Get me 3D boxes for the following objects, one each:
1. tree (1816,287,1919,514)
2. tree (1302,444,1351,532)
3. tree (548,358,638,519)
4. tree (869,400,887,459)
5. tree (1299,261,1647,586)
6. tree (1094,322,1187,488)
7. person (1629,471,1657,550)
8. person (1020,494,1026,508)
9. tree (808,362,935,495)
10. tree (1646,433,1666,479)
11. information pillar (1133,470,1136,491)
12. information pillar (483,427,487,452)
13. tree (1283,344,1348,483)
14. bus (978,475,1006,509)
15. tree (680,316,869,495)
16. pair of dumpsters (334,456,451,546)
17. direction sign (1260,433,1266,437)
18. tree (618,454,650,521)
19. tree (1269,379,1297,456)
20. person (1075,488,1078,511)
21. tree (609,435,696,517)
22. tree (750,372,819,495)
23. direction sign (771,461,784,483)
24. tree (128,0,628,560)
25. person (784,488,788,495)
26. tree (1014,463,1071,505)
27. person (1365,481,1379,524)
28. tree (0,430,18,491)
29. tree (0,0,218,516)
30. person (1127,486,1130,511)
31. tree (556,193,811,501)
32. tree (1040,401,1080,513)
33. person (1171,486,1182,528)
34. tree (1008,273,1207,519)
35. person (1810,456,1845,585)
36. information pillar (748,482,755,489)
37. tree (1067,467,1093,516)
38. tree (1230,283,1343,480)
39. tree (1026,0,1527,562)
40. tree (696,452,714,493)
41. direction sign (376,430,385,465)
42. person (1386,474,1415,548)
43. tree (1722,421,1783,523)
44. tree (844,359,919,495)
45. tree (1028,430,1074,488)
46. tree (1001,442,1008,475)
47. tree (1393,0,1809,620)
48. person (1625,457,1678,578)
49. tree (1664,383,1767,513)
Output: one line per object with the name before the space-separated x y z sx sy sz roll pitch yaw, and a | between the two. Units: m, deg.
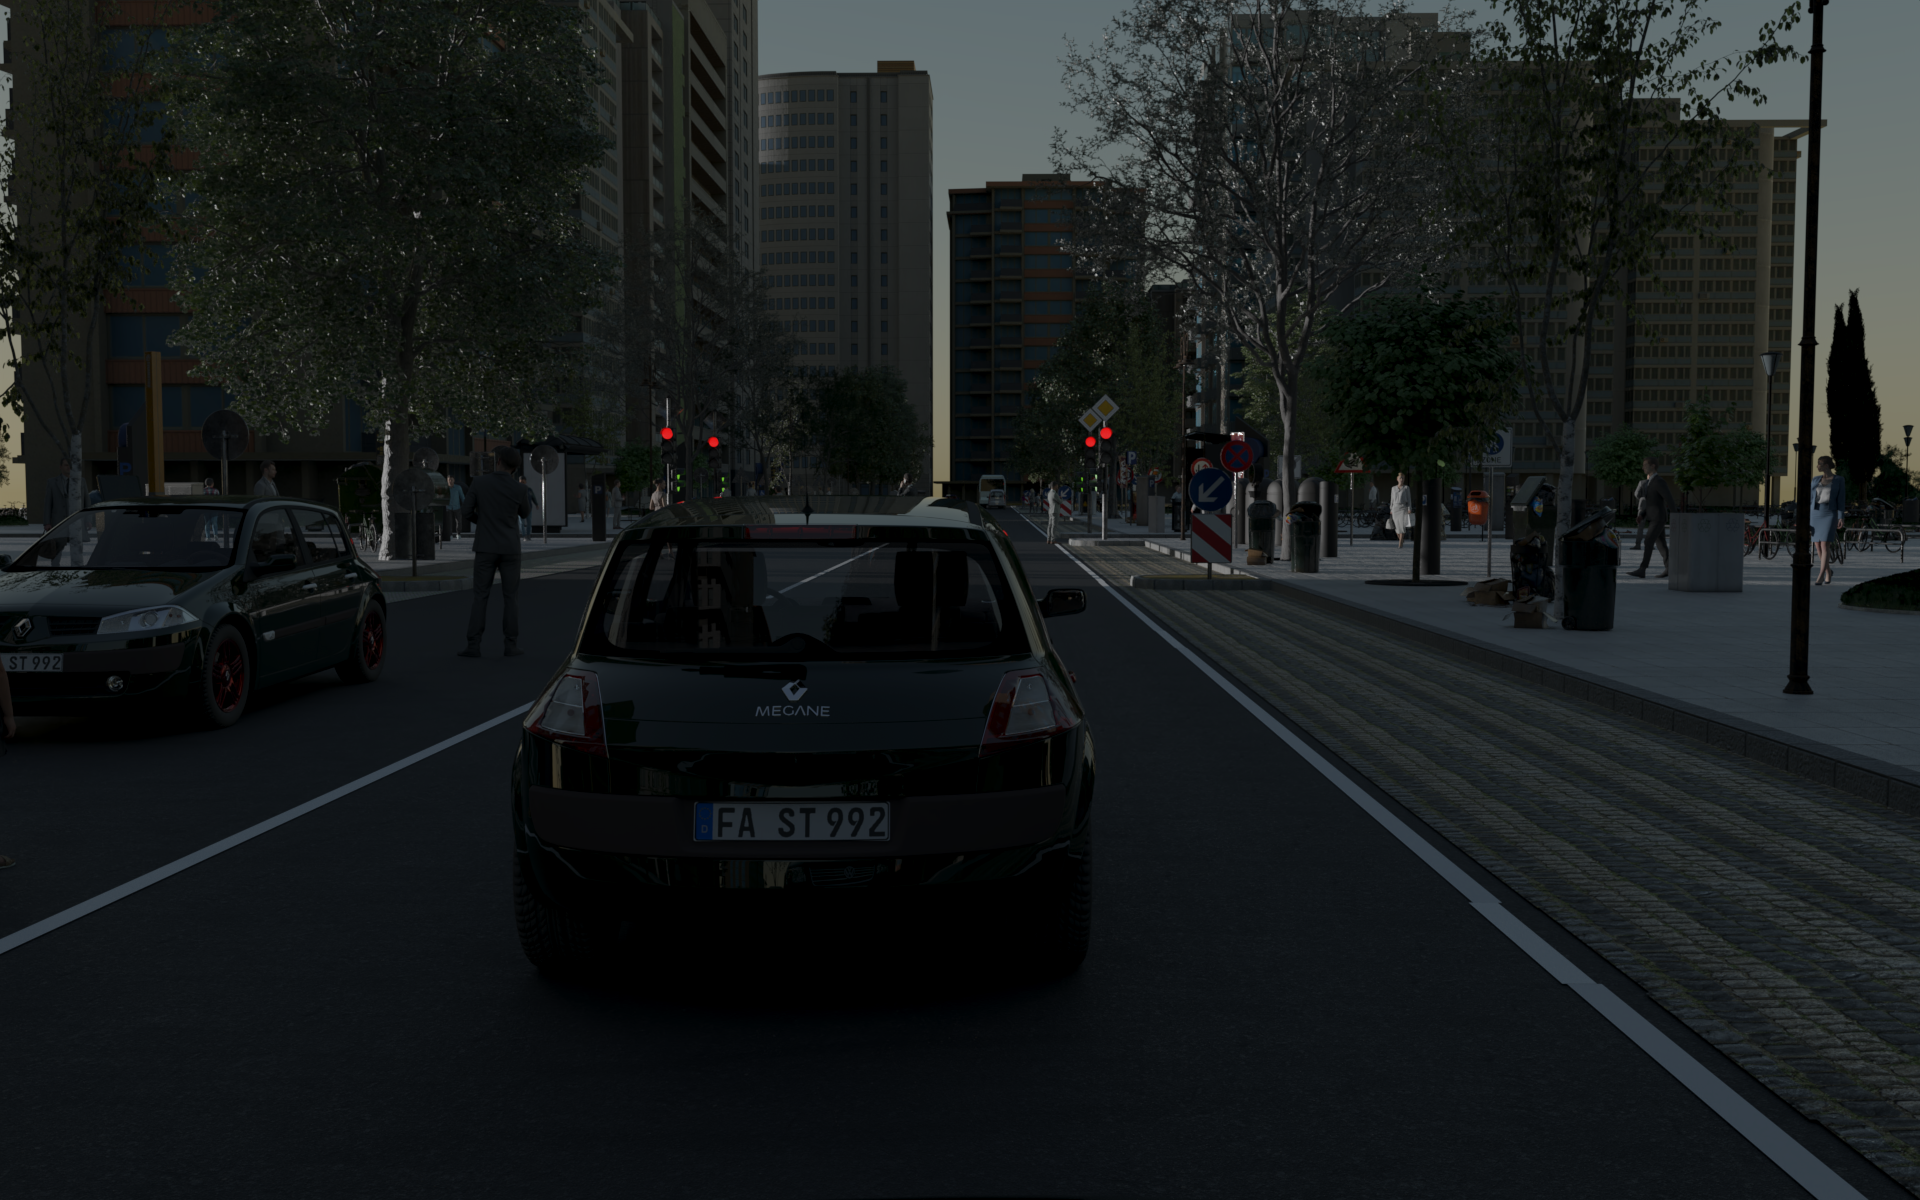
tree | 62.726 -13.058 115.321 13.155 14.587 18.604 0 4 1
tree | 12.606 -3.892 58.229 1.663 3.219 1.824 0 3 0
tree | -19.085 -8.510 89.497 4.737 8.622 4.395 0 3 0
tree | -9.587 -11.582 123.784 7.601 10.594 8.767 2 4 33
tree | 6.441 -2.500 24.582 4.285 4.588 4.351 0 3 0
tree | 7.821 -7.526 73.417 4.737 8.622 4.395 0 3 0
person | 15.811 -2.085 39.942 0.655 1.846 0.447 0 4 3
person | 6.087 -9.381 165.104 0.991 1.433 0.599 3 4 36
tree | -8.821 -14.268 150.295 9.611 12.733 9.660 0 3 0
tree | 29.691 -5.725 77.322 4.285 4.588 4.351 0 3 0
information pillar | 12.471 -8.048 122.943 0.504 3.616 0.183 -2 4 -28
information pillar | -15.988 -4.099 58.380 0.183 3.616 0.504 -1 4 -16
tree | 16.726 -7.796 77.828 4.737 8.622 4.395 0 3 0
bus | 3.233 -10.976 174.317 2.948 3.499 13.247 0 4 1
tree | -9.745 -9.368 87.573 8.767 10.594 7.601 -1 4 -14
pair of dumpsters | -14.149 -2.493 43.252 1.574 2.255 4.437 0 4 1
direction sign | 11.135 -4.444 64.660 0.876 3.537 0.379 -3 5 -44
tree | -15.774 -5.358 82.200 1.663 3.219 1.824 0 3 0
tree | 17.451 -8.273 85.634 4.360 8.622 3.978 0 3 0
person | 8.966 -7.663 131.361 0.654 1.822 0.581 2 4 25
tree | -17.974 -6.912 96.719 4.285 4.588 4.351 0 3 0
tree | -9.999 -9.105 99.221 4.360 8.622 3.978 0 3 0
direction sign | -12.385 -7.671 117.410 0.876 3.537 0.379 -1 4 -18
tree | -10.956 -7.763 33.586 9.857 13.997 8.962 0 3 0
person | -16.041 -9.425 159.773 1.348 1.869 0.705 3 5 45
tree | 9.548 -16.740 208.105 8.767 10.594 7.601 3 5 40
person | 17.481 -4.108 73.303 0.850 1.850 0.679 0 4 4
tree | -62.767 -9.800 123.128 11.467 7.101 20.602 0 4 6
tree | -11.130 -4.339 21.309 4.360 8.622 3.978 0 3 0
person | 12.495 -7.464 127.941 0.748 1.841 0.638 -3 5 -44
tree | -10.939 -9.769 70.087 12.009 13.543 11.850 0 3 0
tree | 7.723 -10.183 116.851 4.360 8.622 3.978 0 3 0
person | 8.152 -3.483 64.806 0.589 1.601 0.330 -2 4 -33
tree | 7.959 -10.578 89.953 9.611 12.733 9.660 0 3 0
person | 12.255 -1.126 24.479 0.654 1.822 0.581 -2 4 -28
information pillar | -12.324 -5.987 102.377 0.304 2.012 0.304 2 4 32
tree | 7.474 -6.692 104.013 1.663 3.219 1.824 0 3 0
tree | 18.139 -10.683 92.793 7.486 12.596 7.792 0 3 0
tree | 6.296 -7.508 33.133 12.009 13.543 11.850 0 3 0
tree | -17.774 -7.806 111.349 4.285 4.588 4.351 0 3 0
direction sign | -20.361 -4.246 61.417 0.379 3.537 0.876 2 4 24
person | 10.498 -2.122 41.097 0.624 1.780 0.694 -3 5 -41
tree | 34.729 -5.689 76.726 4.285 4.588 4.351 0 3 0
tree | -8.427 -15.832 165.508 9.857 13.997 8.962 0 3 0
tree | 9.886 -17.087 197.491 7.486 12.596 7.792 0 3 0
tree | 8.105 -13.907 144.383 9.611 12.733 9.660 0 3 0
tree | 6.306 -4.119 17.712 4.360 8.622 3.978 0 3 0
person | 10.553 -1.261 26.433 0.755 1.850 0.659 1 4 11
tree | 12.966 -2.186 30.344 1.663 3.219 1.824 0 3 0
